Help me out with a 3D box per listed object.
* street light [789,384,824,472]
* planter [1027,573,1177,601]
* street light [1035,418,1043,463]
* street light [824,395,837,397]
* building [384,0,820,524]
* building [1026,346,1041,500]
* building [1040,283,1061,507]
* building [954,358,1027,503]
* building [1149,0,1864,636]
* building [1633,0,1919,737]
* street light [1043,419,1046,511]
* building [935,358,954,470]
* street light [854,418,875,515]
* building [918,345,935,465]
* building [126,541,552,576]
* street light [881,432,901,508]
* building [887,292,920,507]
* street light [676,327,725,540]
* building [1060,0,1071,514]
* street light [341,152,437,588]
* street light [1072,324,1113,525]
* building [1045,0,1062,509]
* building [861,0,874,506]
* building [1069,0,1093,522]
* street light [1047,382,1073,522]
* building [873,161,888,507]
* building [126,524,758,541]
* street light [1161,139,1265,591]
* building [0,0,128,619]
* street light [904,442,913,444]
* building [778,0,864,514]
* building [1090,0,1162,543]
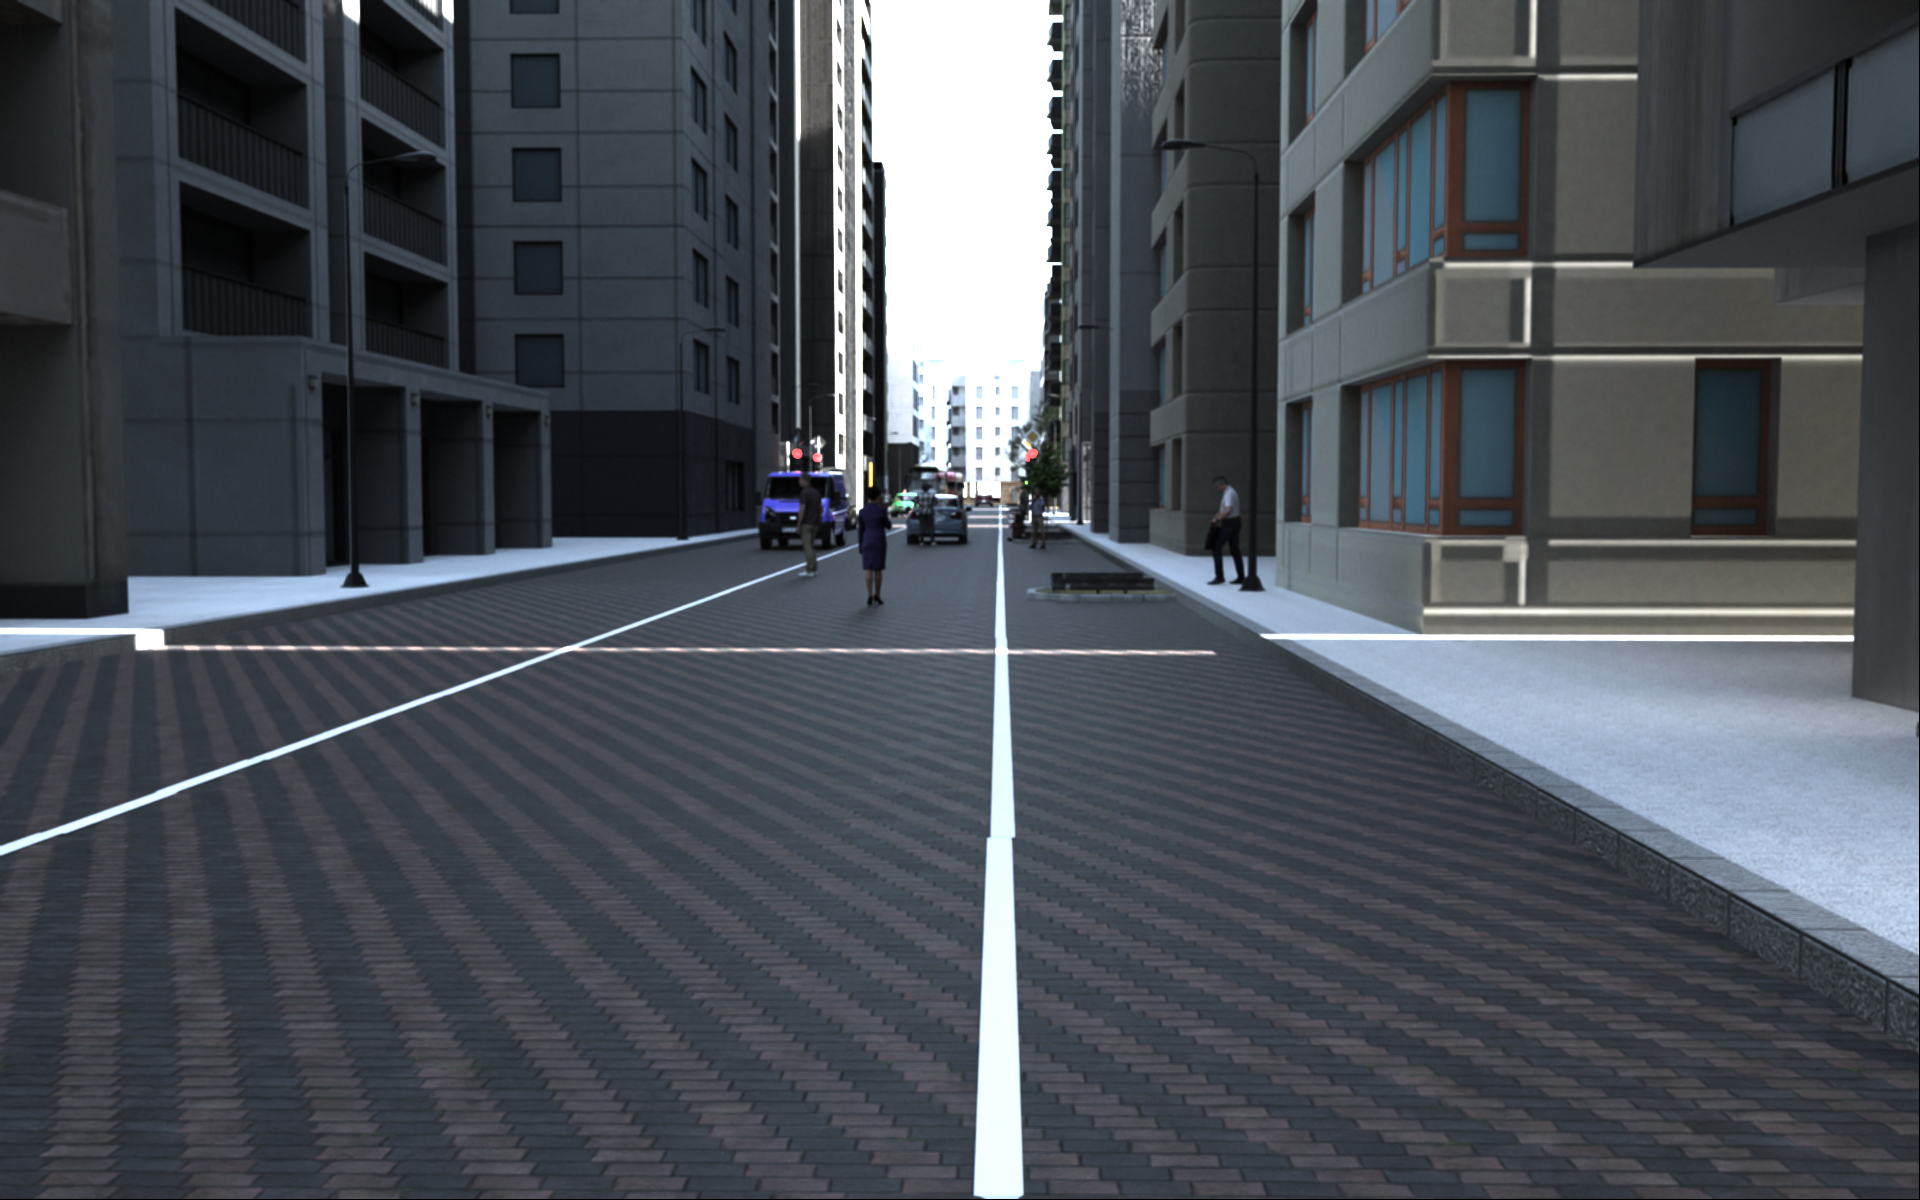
[{"bbox_3d":[-6.633,-6.142,72.969,1.470,5.913,1.316,0,4,1],"label":"street light"},{"bbox_3d":[1.929,-0.183,24.129,1.991,0.319,1.994,0,4,1],"label":"planter"},{"bbox_3d":[5.253,-8.161,105.970,1.470,5.913,1.316,0,4,1],"label":"street light"},{"bbox_3d":[-6.457,-6.631,80.950,1.470,5.913,1.316,0,4,1],"label":"street light"},{"bbox_3d":[-18.034,-39.832,89.506,20.563,71.187,20.611,0,4,1],"label":"building"},{"bbox_3d":[16.827,-21.354,215.602,16.747,18.905,31.486,0,4,1],"label":"building"},{"bbox_3d":[22.410,-20.758,183.373,27.936,21.610,32.646,0,4,1],"label":"building"},{"bbox_3d":[4.345,-23.939,247.822,11.380,20.091,16.016,0,4,1],"label":"building"},{"bbox_3d":[18.360,-11.261,29.157,27.650,21.520,28.899,0,4,1],"label":"building"},{"bbox_3d":[10.895,-19.758,6.640,14.154,41.232,14.086,0,4,1],"label":"building"},{"bbox_3d":[4.755,-6.627,80.889,1.470,5.913,1.316,0,4,1],"label":"street light"},{"bbox_3d":[-7.179,-23.935,247.755,11.380,20.091,16.016,0,4,1],"label":"building"},{"bbox_3d":[-5.876,-8.154,105.858,1.470,5.913,1.316,0,4,1],"label":"street light"},{"bbox_3d":[-9.559,-22.550,225.106,11.380,20.091,16.016,0,4,1],"label":"building"},{"bbox_3d":[-20.137,-36.517,35.308,20.563,71.187,20.611,0,4,1],"label":"building"},{"bbox_3d":[-5.352,-9.661,130.499,1.470,5.913,1.316,0,4,1],"label":"street light"},{"bbox_3d":[-18.749,-20.134,173.170,27.936,21.610,32.646,0,4,1],"label":"building"},{"bbox_3d":[-7.227,-4.635,48.330,1.470,5.913,1.316,0,4,1],"label":"street light"},{"bbox_3d":[13.935,-26.627,118.951,14.154,41.232,14.086,0,4,1],"label":"building"},{"bbox_3d":[-7.804,-3.128,23.690,1.470,5.913,1.316,0,4,1],"label":"street light"},{"bbox_3d":[3.930,-4.588,47.561,1.470,5.913,1.316,0,4,1],"label":"street light"},{"bbox_3d":[18.116,-29.698,140.188,22.147,44.769,28.867,0,4,1],"label":"building"},{"bbox_3d":[-17.678,-30.680,125.324,21.300,48.544,21.600,0,4,1],"label":"building"},{"bbox_3d":[16.278,-39.779,88.639,20.611,71.187,20.563,0,4,1],"label":"building"},{"bbox_3d":[4.475,-6.095,72.201,1.470,5.913,1.316,0,4,1],"label":"street light"},{"bbox_3d":[-13.481,-22.782,144.183,14.160,30.474,14.107,0,4,1],"label":"building"},{"bbox_3d":[-18.001,-37.997,59.507,20.611,71.187,20.563,0,4,1],"label":"building"},{"bbox_3d":[3.339,-3.077,22.843,1.470,5.913,1.316,0,4,1],"label":"street light"},{"bbox_3d":[-19.843,-23.439,6.933,21.300,48.544,21.600,0,4,1],"label":"building"},{"bbox_3d":[-4.882,-11.170,155.173,1.470,5.913,1.316,0,4,1],"label":"street light"},{"bbox_3d":[-13.598,-25.935,107.638,14.154,41.232,14.086,0,4,1],"label":"building"},{"bbox_3d":[14.941,-31.503,57.069,21.231,58.520,28.212,0,4,1],"label":"building"}]
